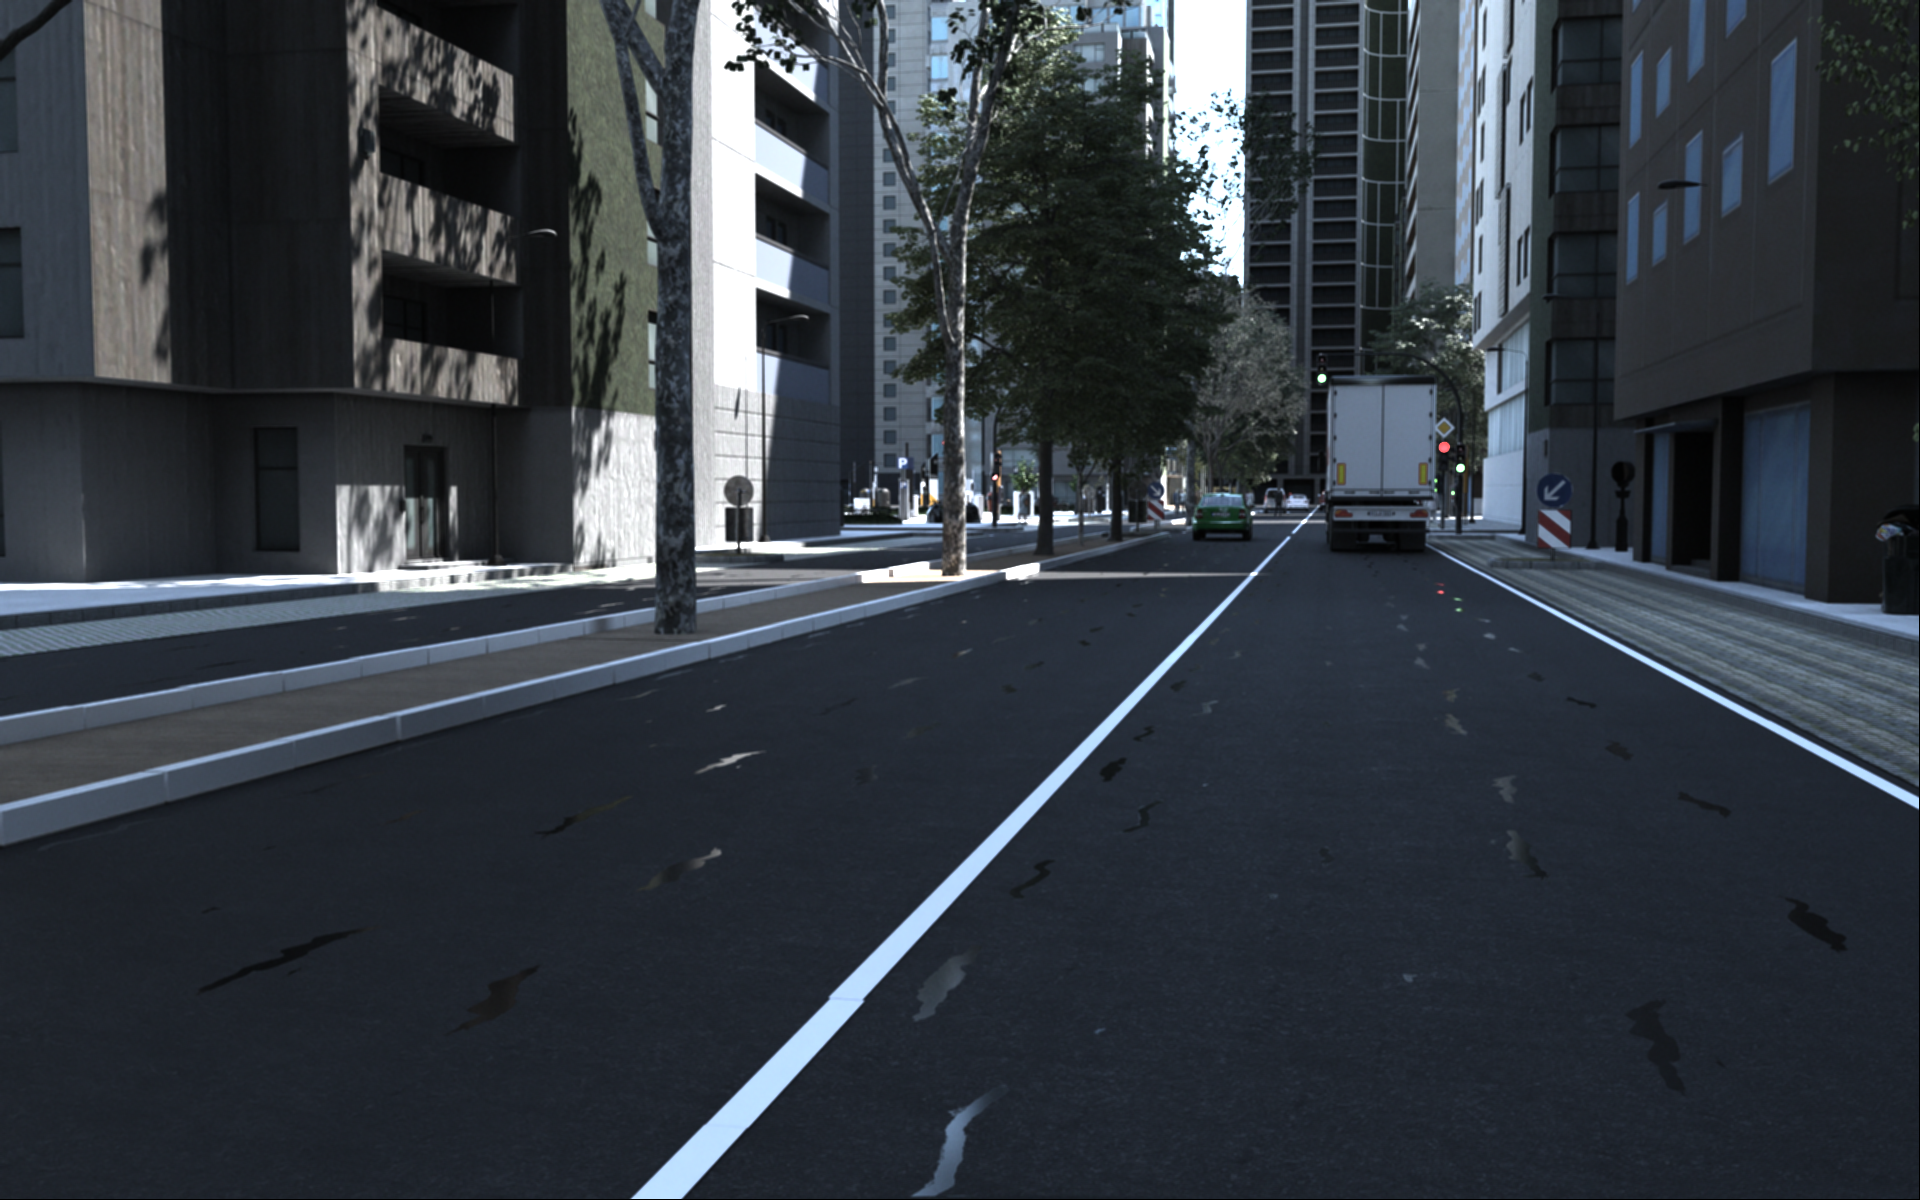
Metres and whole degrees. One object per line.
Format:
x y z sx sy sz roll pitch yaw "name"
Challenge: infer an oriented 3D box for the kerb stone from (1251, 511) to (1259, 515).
21.360 -6.308 125.358 0.120 0.150 1.000 1 4 12 "kerb stone"

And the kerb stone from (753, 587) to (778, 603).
-2.673 -0.051 23.022 0.120 0.150 1.000 1 4 12 "kerb stone"

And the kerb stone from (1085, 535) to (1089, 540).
3.761 -1.890 53.094 0.120 0.150 1.000 1 4 12 "kerb stone"

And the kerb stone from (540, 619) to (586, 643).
-3.962 0.318 16.997 0.120 0.150 1.000 1 4 12 "kerb stone"

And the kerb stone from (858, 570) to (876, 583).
-1.595 -0.357 28.031 0.120 0.150 1.000 1 4 12 "kerb stone"

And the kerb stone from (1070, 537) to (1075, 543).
3.114 -1.703 50.085 0.120 0.150 1.000 1 4 12 "kerb stone"

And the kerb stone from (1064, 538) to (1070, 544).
2.904 -1.644 49.074 0.120 0.150 1.000 1 4 12 "kerb stone"

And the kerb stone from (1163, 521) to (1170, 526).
9.446 -3.516 79.678 0.120 0.150 1.000 1 4 12 "kerb stone"

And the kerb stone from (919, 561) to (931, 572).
-0.751 -0.602 32.038 0.120 0.150 1.000 1 4 12 "kerb stone"

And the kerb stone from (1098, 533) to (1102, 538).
4.407 -2.074 56.109 0.120 0.150 1.000 1 4 12 "kerb stone"

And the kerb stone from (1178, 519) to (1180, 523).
10.516 -3.823 84.694 0.120 0.150 1.000 1 4 12 "kerb stone"

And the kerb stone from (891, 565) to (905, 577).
-1.173 -0.479 30.031 0.120 0.150 1.000 1 4 12 "kerb stone"

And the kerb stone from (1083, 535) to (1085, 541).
3.547 -1.828 52.088 0.120 0.150 1.000 1 4 12 "kerb stone"

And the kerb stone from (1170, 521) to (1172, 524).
9.658 -3.577 80.683 0.120 0.150 1.000 1 4 12 "kerb stone"

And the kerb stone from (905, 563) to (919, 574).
-0.954 -0.541 31.036 0.120 0.150 1.000 1 4 12 "kerb stone"

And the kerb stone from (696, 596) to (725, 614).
-3.106 0.072 21.012 0.120 0.150 1.000 1 4 12 "kerb stone"

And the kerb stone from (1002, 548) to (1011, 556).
0.969 -1.092 40.049 0.120 0.150 1.000 1 4 12 "kerb stone"

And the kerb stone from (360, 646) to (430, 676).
-4.608 0.502 13.982 0.120 0.150 1.000 1 4 12 "kerb stone"

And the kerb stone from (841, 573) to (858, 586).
-1.817 -0.290 27.032 0.120 0.150 1.000 1 4 12 "kerb stone"

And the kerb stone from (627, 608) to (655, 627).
-3.536 0.195 19.012 0.120 0.150 1.000 1 4 12 "kerb stone"

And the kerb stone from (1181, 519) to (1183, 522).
10.944 -3.945 86.698 0.120 0.150 1.000 1 4 12 "kerb stone"

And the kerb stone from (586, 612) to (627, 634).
-3.746 0.256 18.008 0.120 0.150 1.000 1 4 12 "kerb stone"

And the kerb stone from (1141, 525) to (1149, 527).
7.515 -2.964 70.655 0.120 0.150 1.000 1 4 12 "kerb stone"

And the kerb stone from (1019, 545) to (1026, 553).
1.399 -1.215 42.058 0.120 0.150 1.000 1 4 12 "kerb stone"

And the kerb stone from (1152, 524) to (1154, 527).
7.942 -3.087 72.663 0.120 0.150 1.000 1 4 12 "kerb stone"

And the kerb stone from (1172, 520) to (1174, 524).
9.870 -3.639 81.692 0.120 0.150 1.000 1 4 12 "kerb stone"

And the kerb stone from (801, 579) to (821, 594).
-2.242 -0.173 25.025 0.120 0.150 1.000 1 4 12 "kerb stone"

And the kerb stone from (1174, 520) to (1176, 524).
10.093 -3.700 82.690 0.120 0.150 1.000 1 4 12 "kerb stone"

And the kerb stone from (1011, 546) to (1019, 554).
1.188 -1.150 41.054 0.120 0.150 1.000 1 4 12 "kerb stone"

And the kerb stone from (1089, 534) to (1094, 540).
3.972 -1.951 54.102 0.120 0.150 1.000 1 4 12 "kerb stone"

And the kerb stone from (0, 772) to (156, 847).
-3.836 0.902 7.523 0.120 0.150 1.000 1 4 12 "kerb stone"

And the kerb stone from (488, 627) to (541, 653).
-4.171 0.382 15.993 0.120 0.150 1.000 1 4 12 "kerb stone"

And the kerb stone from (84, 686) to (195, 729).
-5.242 0.692 10.982 0.120 0.150 1.000 1 4 12 "kerb stone"

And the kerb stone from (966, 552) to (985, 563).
0.333 -0.907 37.050 0.120 0.150 1.000 1 4 12 "kerb stone"

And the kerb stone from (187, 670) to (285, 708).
-5.037 0.625 11.983 0.120 0.150 1.000 1 4 12 "kerb stone"

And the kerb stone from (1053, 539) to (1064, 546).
2.687 -1.583 48.073 0.120 0.150 1.000 1 4 12 "kerb stone"

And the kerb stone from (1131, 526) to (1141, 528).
6.870 -2.780 67.646 0.120 0.150 1.000 1 4 12 "kerb stone"

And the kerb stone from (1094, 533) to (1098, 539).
4.188 -2.013 55.101 0.120 0.150 1.000 1 4 12 "kerb stone"

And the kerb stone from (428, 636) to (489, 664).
-4.393 0.444 14.983 0.120 0.150 1.000 1 4 12 "kerb stone"

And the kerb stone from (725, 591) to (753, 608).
-2.883 0.011 22.009 0.120 0.150 1.000 1 4 12 "kerb stone"

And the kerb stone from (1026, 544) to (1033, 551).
1.614 -1.276 43.059 0.120 0.150 1.000 1 4 12 "kerb stone"

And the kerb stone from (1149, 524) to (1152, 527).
7.727 -3.025 71.655 0.120 0.150 1.000 1 4 12 "kerb stone"

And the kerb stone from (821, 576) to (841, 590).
-2.030 -0.234 26.024 0.120 0.150 1.000 1 4 12 "kerb stone"

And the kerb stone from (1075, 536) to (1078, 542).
3.333 -1.765 51.083 0.120 0.150 1.000 1 4 12 "kerb stone"

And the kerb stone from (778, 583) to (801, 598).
-2.454 -0.112 24.025 0.120 0.150 1.000 1 4 12 "kerb stone"

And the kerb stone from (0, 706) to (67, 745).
-5.455 0.747 9.982 0.120 0.150 1.000 1 4 12 "kerb stone"

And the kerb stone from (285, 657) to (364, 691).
-4.817 0.570 12.982 0.120 0.150 1.000 1 4 12 "kerb stone"

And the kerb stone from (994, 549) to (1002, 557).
0.748 -1.031 39.051 0.120 0.150 1.000 1 4 12 "kerb stone"

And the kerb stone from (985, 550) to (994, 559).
0.544 -0.970 38.050 0.120 0.150 1.000 1 4 12 "kerb stone"

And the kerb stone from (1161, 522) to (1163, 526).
8.788 -3.332 76.674 0.120 0.150 1.000 1 4 12 "kerb stone"

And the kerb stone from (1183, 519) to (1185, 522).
11.168 -4.001 87.703 0.120 0.150 1.000 1 4 12 "kerb stone"

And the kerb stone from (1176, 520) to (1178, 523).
10.302 -3.761 83.691 0.120 0.150 1.000 1 4 12 "kerb stone"

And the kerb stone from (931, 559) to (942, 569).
-0.531 -0.664 33.048 0.120 0.150 1.000 1 4 12 "kerb stone"

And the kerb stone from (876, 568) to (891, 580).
-1.384 -0.415 29.031 0.120 0.150 1.000 1 4 12 "kerb stone"

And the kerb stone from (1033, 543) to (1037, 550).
1.828 -1.337 44.066 0.120 0.150 1.000 1 4 12 "kerb stone"
